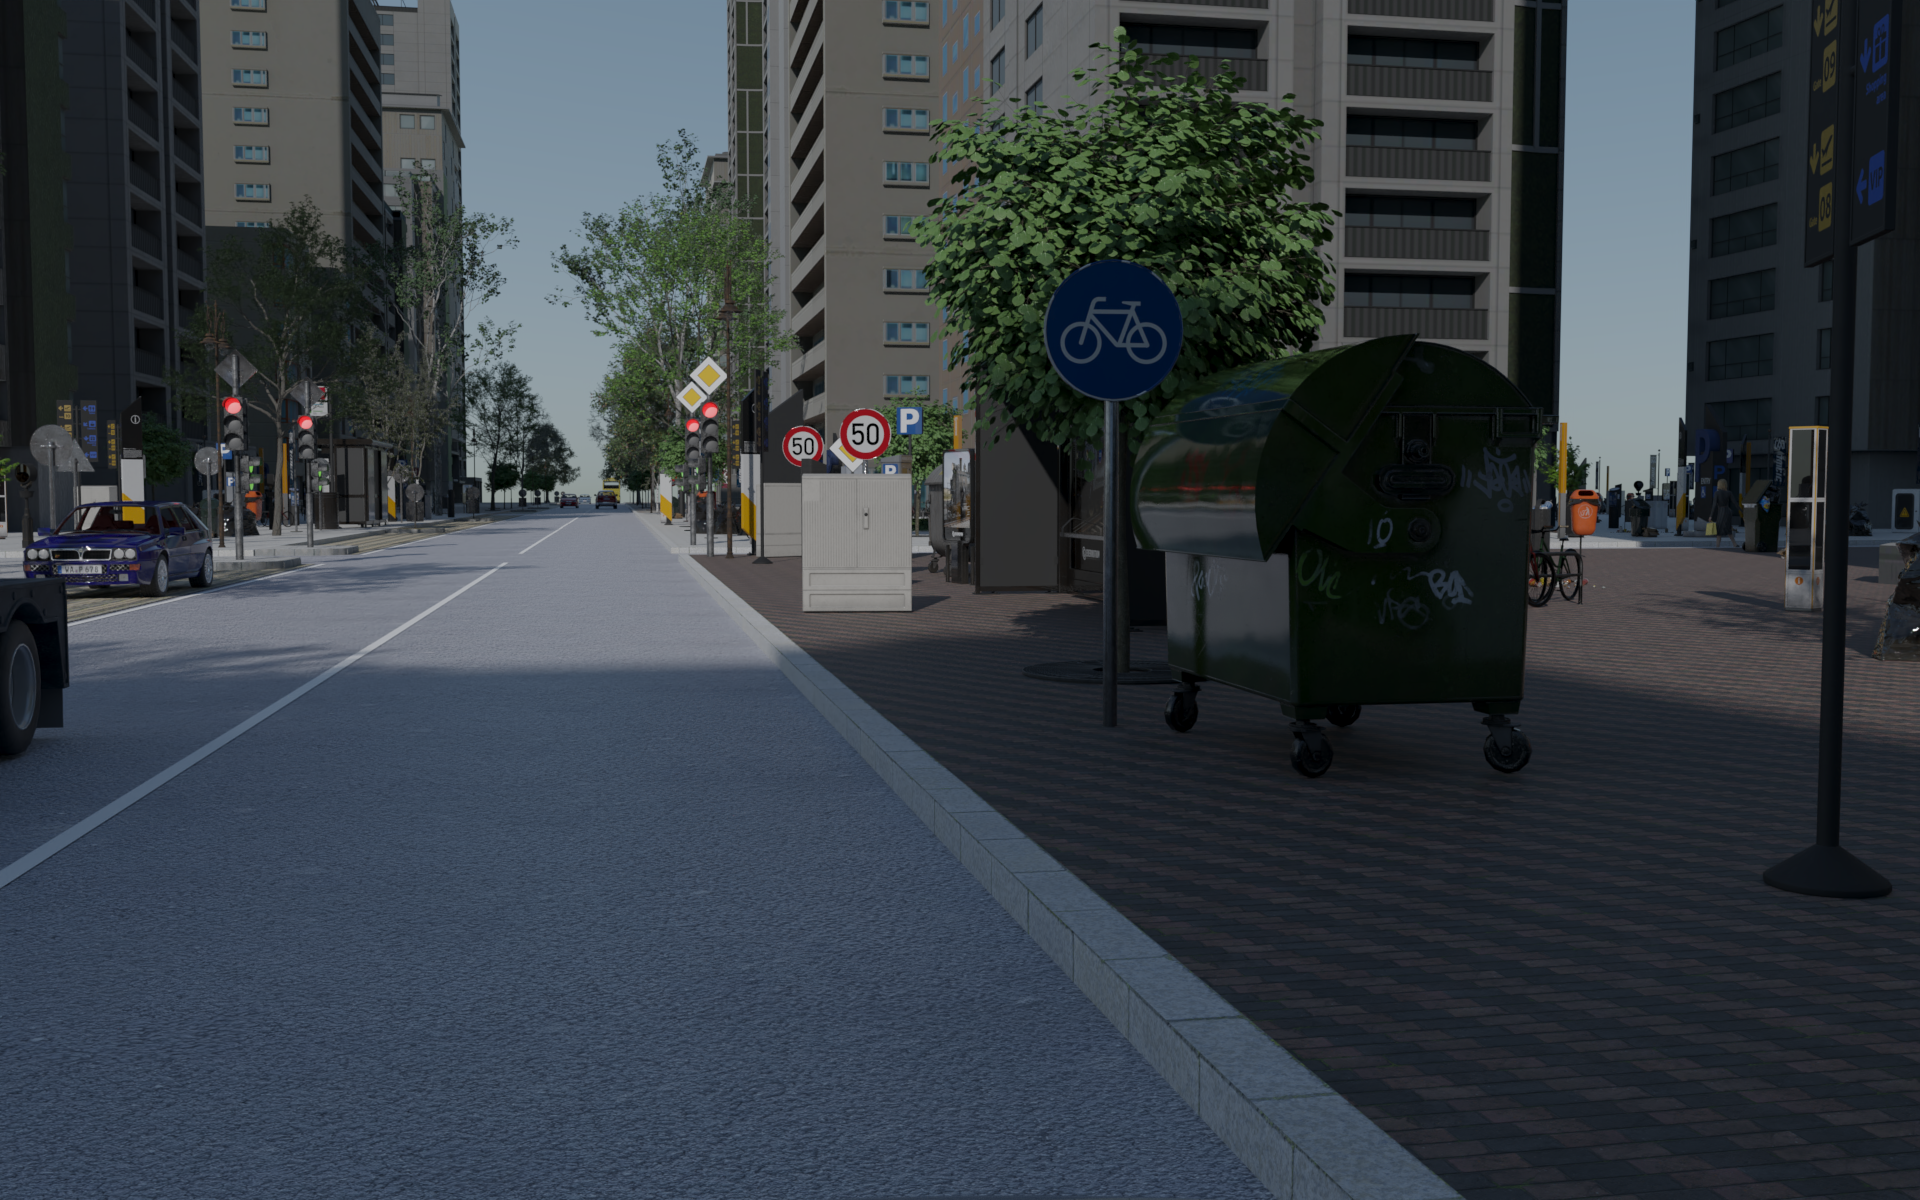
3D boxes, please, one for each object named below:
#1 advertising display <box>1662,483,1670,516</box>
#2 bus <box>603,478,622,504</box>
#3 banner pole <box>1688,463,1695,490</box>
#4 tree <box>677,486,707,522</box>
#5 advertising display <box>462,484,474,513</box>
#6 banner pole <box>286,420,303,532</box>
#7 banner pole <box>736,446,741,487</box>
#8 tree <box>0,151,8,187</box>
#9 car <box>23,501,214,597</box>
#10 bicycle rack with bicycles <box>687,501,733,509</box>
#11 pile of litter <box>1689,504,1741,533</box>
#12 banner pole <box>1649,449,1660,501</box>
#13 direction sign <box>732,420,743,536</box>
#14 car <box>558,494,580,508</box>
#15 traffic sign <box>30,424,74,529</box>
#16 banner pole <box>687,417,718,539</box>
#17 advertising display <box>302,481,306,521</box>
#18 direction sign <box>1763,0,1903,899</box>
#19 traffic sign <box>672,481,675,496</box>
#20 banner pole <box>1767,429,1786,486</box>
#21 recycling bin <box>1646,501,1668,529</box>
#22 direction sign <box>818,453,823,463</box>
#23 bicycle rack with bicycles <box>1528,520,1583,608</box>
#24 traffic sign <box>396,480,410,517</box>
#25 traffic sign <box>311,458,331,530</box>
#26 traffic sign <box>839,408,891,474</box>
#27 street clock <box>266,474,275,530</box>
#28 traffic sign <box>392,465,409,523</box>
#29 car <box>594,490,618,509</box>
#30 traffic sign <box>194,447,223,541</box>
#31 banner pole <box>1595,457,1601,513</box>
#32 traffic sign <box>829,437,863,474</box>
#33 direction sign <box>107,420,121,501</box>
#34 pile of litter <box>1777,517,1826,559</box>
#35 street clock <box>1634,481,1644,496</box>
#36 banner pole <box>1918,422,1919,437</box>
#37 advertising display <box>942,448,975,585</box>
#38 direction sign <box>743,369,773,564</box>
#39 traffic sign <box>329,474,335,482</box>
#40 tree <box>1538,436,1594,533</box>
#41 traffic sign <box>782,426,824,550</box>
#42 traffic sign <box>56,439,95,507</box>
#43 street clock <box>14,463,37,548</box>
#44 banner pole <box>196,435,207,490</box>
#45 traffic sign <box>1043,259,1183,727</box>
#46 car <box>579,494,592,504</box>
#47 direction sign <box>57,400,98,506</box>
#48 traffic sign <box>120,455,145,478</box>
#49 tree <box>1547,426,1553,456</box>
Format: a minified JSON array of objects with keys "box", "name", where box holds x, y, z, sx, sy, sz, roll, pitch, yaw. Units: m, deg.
[{"box":[41.157,-5.829,100.515,0.974,1.923,0.123,-1,4,-19],"name":"advertising display"},{"box":[-52.019,-16.347,258.815,2.896,3.916,12.252,-1,4,-11],"name":"bus"},{"box":[50.943,-8.017,121.087,0.401,3.779,0.863,-3,5,-41],"name":"banner pole"},{"box":[-12.476,-5.242,80.311,1.663,3.219,1.824,0,3,0],"name":"tree"},{"box":[-32.596,-6.705,114.839,0.974,1.923,0.123,2,4,31],"name":"advertising display"},{"box":[-22.612,-4.203,58.730,0.401,3.779,0.863,-3,4,-37],"name":"banner pole"},{"box":[-9.861,-5.470,79.455,0.863,3.779,0.401,0,4,-3],"name":"banner pole"},{"box":[-13.419,-5.040,16.820,7.601,10.594,8.767,-3,5,-43],"name":"tree"},{"box":[-12.080,-0.760,25.005,1.945,1.354,3.894,-1,4,-10],"name":"car"},{"box":[-12.251,-4.456,86.234,2.852,0.926,2.925,1,4,16],"name":"bicycle rack with bicycles"},{"box":[25.138,-2.650,57.288,1.176,0.858,1.719,-1,4,-19],"name":"pile of litter"},{"box":[38.879,-6.535,96.866,0.863,3.779,0.401,-1,4,-20],"name":"banner pole"},{"box":[-6.686,-3.745,53.231,0.876,3.537,0.379,3,4,39],"name":"direction sign"},{"box":[-39.801,-10.239,176.448,2.155,1.783,4.494,-1,4,-10],"name":"car"},{"box":[-16.622,-1.933,31.710,0.768,2.556,0.104,0,4,-4],"name":"traffic sign"},{"box":[-7.409,-3.660,49.862,0.863,3.779,0.401,-1,4,-21],"name":"banner pole"},{"box":[-31.353,-4.813,83.906,0.123,1.923,0.974,3,5,42],"name":"advertising display"},{"box":[2.838,-0.830,5.565,0.379,3.537,0.876,1,4,12],"name":"direction sign"},{"box":[-19.267,-7.079,115.842,0.768,2.556,0.104,-1,4,-11],"name":"traffic sign"},{"box":[31.307,-4.682,66.568,0.401,3.779,0.863,-3,5,-45],"name":"banner pole"},{"box":[25.599,-3.143,63.936,0.722,1.027,0.722,-2,4,-31],"name":"recycling bin"},{"box":[-6.000,-4.931,72.613,0.379,3.537,0.876,2,4,31],"name":"direction sign"},{"box":[6.233,-0.433,20.455,2.925,0.926,2.852,-2,4,-27],"name":"bicycle rack with bicycles"},{"box":[-28.230,-5.355,87.556,0.884,2.594,0.081,-1,4,-9],"name":"traffic sign"},{"box":[-22.541,-3.724,60.989,0.768,2.556,0.104,0,4,-2],"name":"traffic sign"},{"box":[-1.405,-1.571,25.786,0.768,2.556,0.104,0,4,-3],"name":"traffic sign"},{"box":[-24.688,-3.518,62.093,0.358,2.002,0.471,-1,4,-17],"name":"street clock"},{"box":[-24.887,-4.710,77.119,0.768,2.556,0.104,0,4,-2],"name":"traffic sign"},{"box":[-34.332,-9.746,168.025,2.281,1.827,5.304,-1,4,-13],"name":"car"},{"box":[-20.242,-2.849,46.682,0.768,2.556,0.104,0,4,-3],"name":"traffic sign"},{"box":[42.809,-7.720,116.237,0.401,3.779,0.863,0,4,-4],"name":"banner pole"},{"box":[-1.791,-1.693,28.866,0.795,2.450,0.064,-1,4,-11],"name":"traffic sign"},{"box":[-25.691,-3.727,52.940,0.876,3.537,0.379,1,4,22],"name":"direction sign"},{"box":[16.940,-1.267,34.678,1.719,0.858,1.176,-2,4,-35],"name":"pile of litter"},{"box":[36.363,-5.399,92.848,0.471,2.002,0.358,3,4,37],"name":"street clock"},{"box":[29.798,-3.873,53.347,0.863,3.779,0.401,-1,4,-13],"name":"banner pole"},{"box":[-0.002,-1.195,24.760,0.123,1.923,0.974,-2,4,-25],"name":"advertising display"},{"box":[-3.640,-2.435,31.805,0.379,3.537,0.876,0,4,8],"name":"direction sign"},{"box":[-27.103,-4.536,74.162,0.884,2.594,0.081,-1,4,-11],"name":"traffic sign"},{"box":[20.098,-3.822,57.097,1.663,3.219,1.824,0,3,0],"name":"tree"},{"box":[-2.930,-1.975,32.395,0.768,2.556,0.104,0,4,-6],"name":"traffic sign"},{"box":[-20.816,-2.493,40.768,0.884,2.594,0.081,0,4,-2],"name":"traffic sign"},{"box":[-22.144,-2.234,41.103,0.471,2.002,0.358,1,4,17],"name":"street clock"},{"box":[-32.300,-5.127,73.846,0.863,3.779,0.401,2,4,35],"name":"banner pole"},{"box":[0.831,-0.575,9.510,0.768,2.556,0.104,0,4,-5],"name":"traffic sign"},{"box":[-54.202,-14.570,250.216,2.014,1.417,4.499,-1,4,-11],"name":"car"},{"box":[-21.323,-3.053,41.911,0.876,3.537,0.379,-1,4,-13],"name":"direction sign"},{"box":[-21.539,-2.630,45.128,0.606,2.300,0.079,-1,4,-11],"name":"traffic sign"},{"box":[16.603,-4.286,53.787,4.285,4.588,4.351,0,3,0],"name":"tree"}]
